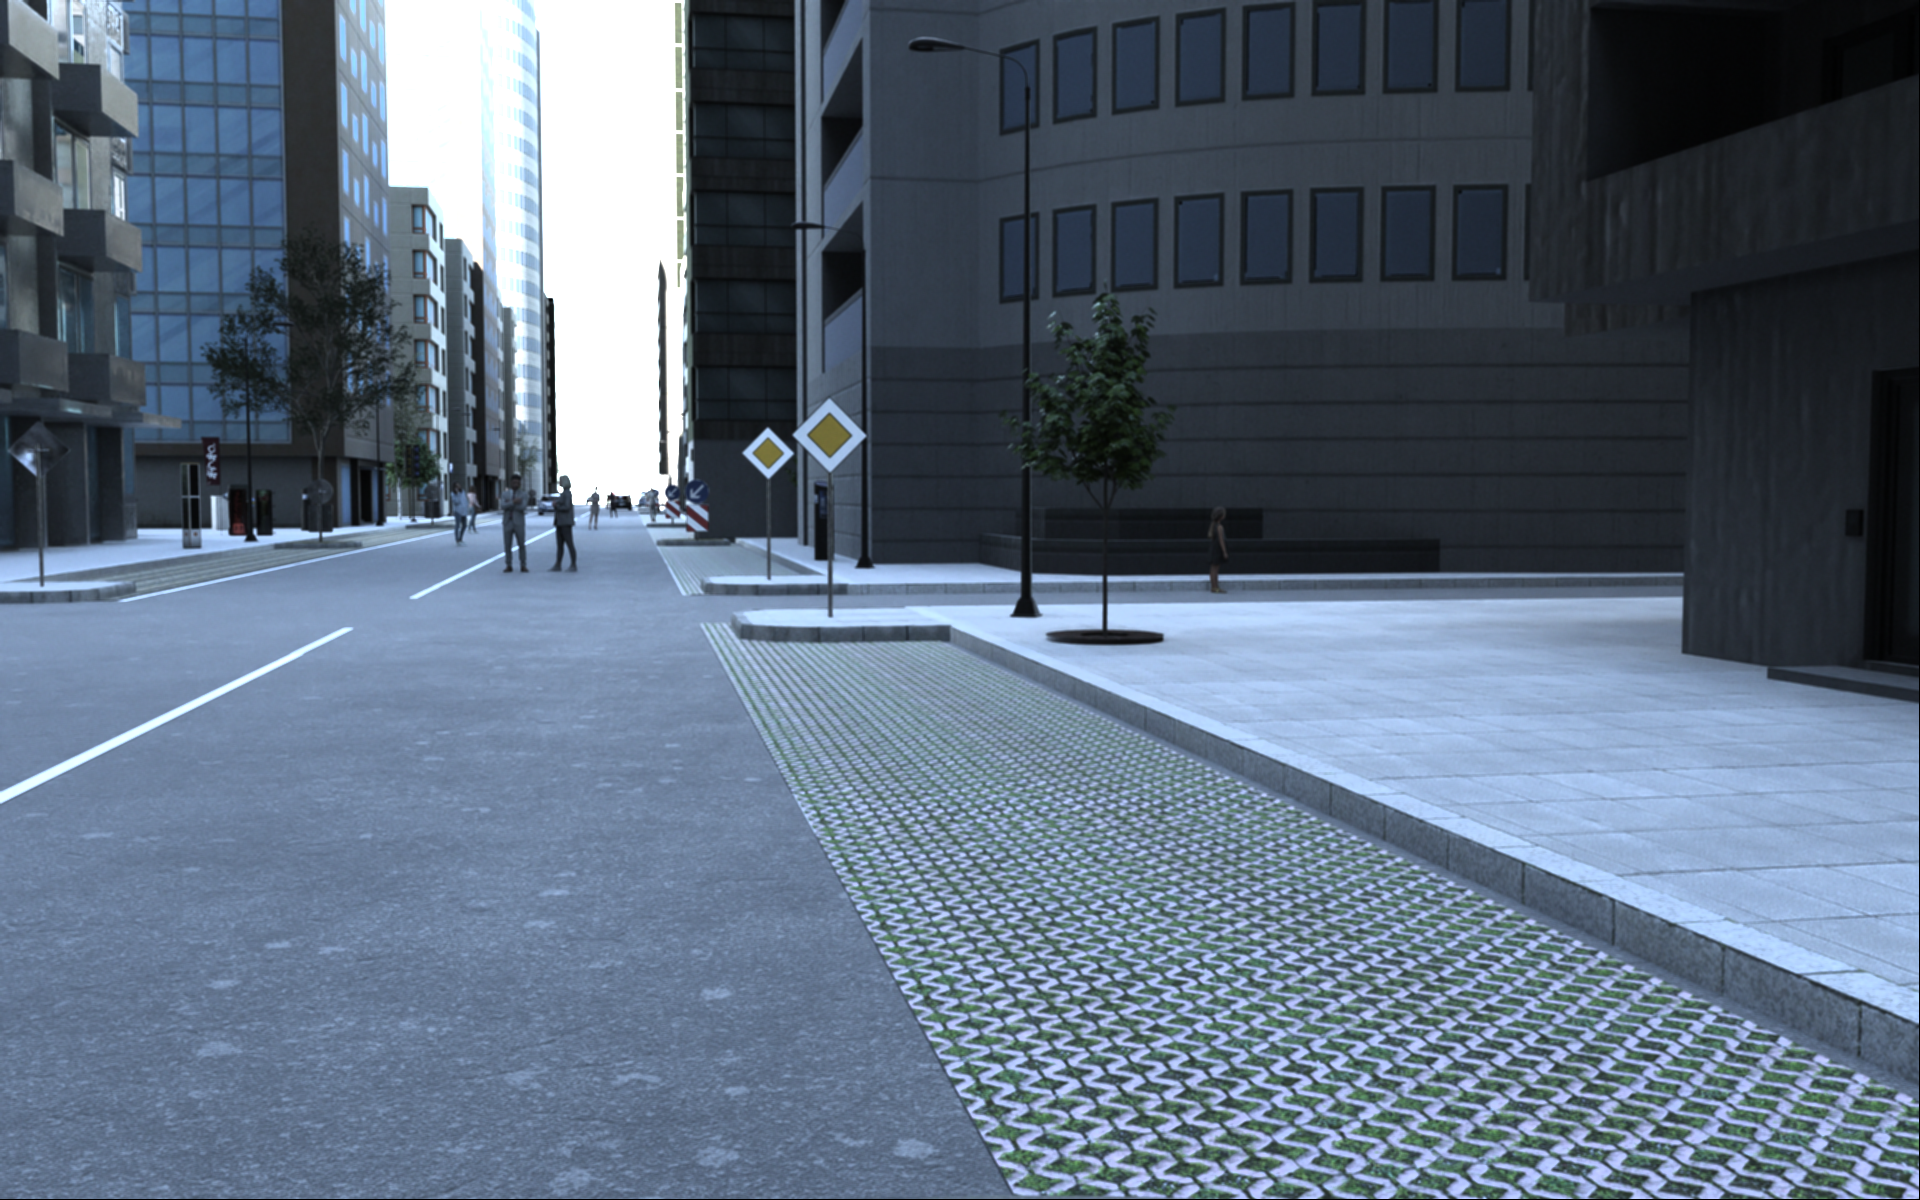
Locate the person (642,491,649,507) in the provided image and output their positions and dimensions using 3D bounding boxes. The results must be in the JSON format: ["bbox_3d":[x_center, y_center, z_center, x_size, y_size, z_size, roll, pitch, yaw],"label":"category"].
[{"bbox_3d":[-33.370,-10.790,185.016,1.348,1.812,0.705,1,4,20],"label":"person"}]

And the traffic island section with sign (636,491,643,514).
[{"bbox_3d":[-21.995,-7.062,124.097,1.989,1.847,2.006,-1,4,-11],"label":"traffic island section with sign"}]

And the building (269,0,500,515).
[{"bbox_3d":[-42.907,-29.454,131.680,14.600,45.320,14.200,-1,4,-11],"label":"building"}]

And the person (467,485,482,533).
[{"bbox_3d":[-17.807,-3.313,63.255,0.593,1.750,0.643,3,5,43],"label":"person"}]

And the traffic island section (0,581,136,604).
[{"bbox_3d":[-12.746,-0.106,24.011,2.009,0.180,2.903,-1,4,-11],"label":"traffic island section"}]

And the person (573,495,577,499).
[{"bbox_3d":[-33.543,-8.548,149.084,1.217,1.723,0.721,-2,4,-24],"label":"person"}]

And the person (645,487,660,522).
[{"bbox_3d":[-15.757,-4.905,88.817,0.709,1.813,0.853,-1,4,-20],"label":"person"}]

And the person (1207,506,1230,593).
[{"bbox_3d":[3.749,-0.727,25.059,0.373,1.253,0.362,0,4,-7],"label":"person"}]

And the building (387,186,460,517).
[{"bbox_3d":[-46.155,-16.162,109.295,27.650,21.520,28.899,-1,4,-11],"label":"building"}]

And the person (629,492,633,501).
[{"bbox_3d":[-45.577,-14.067,239.433,0.756,1.711,0.436,1,4,17],"label":"person"}]

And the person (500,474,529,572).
[{"bbox_3d":[-8.191,-1.416,31.834,0.511,1.800,0.466,-1,4,-22],"label":"person"}]

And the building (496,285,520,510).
[{"bbox_3d":[-53.929,-18.787,152.201,27.650,21.520,28.899,-1,4,-11],"label":"building"}]

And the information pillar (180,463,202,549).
[{"bbox_3d":[-18.138,-2.224,40.852,0.304,2.012,0.304,2,4,32],"label":"information pillar"}]

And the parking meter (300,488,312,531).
[{"bbox_3d":[-22.895,-3.197,60.675,0.372,1.533,0.369,0,3,0],"label":"parking meter"}]

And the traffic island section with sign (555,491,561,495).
[{"bbox_3d":[-47.130,-11.910,203.352,1.989,1.847,2.006,-1,4,-11],"label":"traffic island section with sign"}]

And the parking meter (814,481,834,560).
[{"bbox_3d":[-2.636,-1.540,33.592,0.372,1.533,0.369,0,3,0],"label":"parking meter"}]

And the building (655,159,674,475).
[{"bbox_3d":[-32.336,-38.151,247.477,21.300,48.544,21.600,-1,4,-11],"label":"building"}]

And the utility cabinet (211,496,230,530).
[{"bbox_3d":[-26.163,-3.093,61.735,0.306,1.237,1.020,2,4,27],"label":"utility cabinet"}]

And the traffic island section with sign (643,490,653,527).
[{"bbox_3d":[-12.531,-4.045,74.758,1.989,1.847,2.006,-1,4,-11],"label":"traffic island section with sign"}]

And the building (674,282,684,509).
[{"bbox_3d":[-9.092,-18.203,142.666,27.650,21.520,28.899,-1,4,-11],"label":"building"}]

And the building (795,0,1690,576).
[{"bbox_3d":[11.289,-30.271,36.937,28.212,58.520,21.231,-1,4,-11],"label":"building"}]

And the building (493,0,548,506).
[{"bbox_3d":[-57.122,-39.656,190.374,21.231,58.520,28.212,-1,4,-11],"label":"building"}]

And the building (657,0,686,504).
[{"bbox_3d":[-29.181,-48.151,225.514,20.563,71.187,20.611,-1,4,-11],"label":"building"}]

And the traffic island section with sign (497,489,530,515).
[{"bbox_3d":[-31.547,-6.938,122.070,1.989,1.847,2.006,-1,4,-11],"label":"traffic island section with sign"}]

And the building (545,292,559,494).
[{"bbox_3d":[-64.000,-28.821,242.923,14.160,30.474,14.107,-1,4,-11],"label":"building"}]

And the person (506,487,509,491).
[{"bbox_3d":[-24.785,-5.301,95.188,0.660,1.820,0.620,-1,4,-13],"label":"person"}]

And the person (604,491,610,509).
[{"bbox_3d":[-34.426,-9.802,169.482,1.217,1.735,0.721,3,4,37],"label":"person"}]

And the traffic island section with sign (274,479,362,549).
[{"bbox_3d":[-16.964,-2.278,45.880,1.989,1.847,2.006,-1,4,-11],"label":"traffic island section with sign"}]

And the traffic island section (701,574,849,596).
[{"bbox_3d":[-2.834,-0.221,25.899,2.009,0.180,2.903,-1,4,-11],"label":"traffic island section"}]

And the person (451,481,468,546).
[{"bbox_3d":[-13.879,-2.401,48.017,0.793,1.790,0.793,-1,4,-10],"label":"person"}]

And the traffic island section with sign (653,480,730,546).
[{"bbox_3d":[-7.464,-2.425,48.281,1.989,1.847,2.006,-1,4,-11],"label":"traffic island section with sign"}]

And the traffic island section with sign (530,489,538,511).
[{"bbox_3d":[-36.667,-8.571,148.764,1.989,1.847,2.006,-1,4,-11],"label":"traffic island section with sign"}]

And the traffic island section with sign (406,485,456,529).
[{"bbox_3d":[-22.023,-3.898,72.358,1.989,1.847,2.006,-1,4,-11],"label":"traffic island section with sign"}]

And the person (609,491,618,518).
[{"bbox_3d":[-21.152,-5.850,105.614,0.415,1.643,0.593,3,4,38],"label":"person"}]

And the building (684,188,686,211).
[{"bbox_3d":[0.407,-14.885,88.409,27.650,21.520,28.899,-1,4,-11],"label":"building"}]

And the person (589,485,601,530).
[{"bbox_3d":[-14.694,-3.724,69.729,0.599,1.781,0.374,-2,4,-34],"label":"person"}]

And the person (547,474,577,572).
[{"bbox_3d":[-7.359,-1.428,32.030,0.526,1.800,0.537,-1,4,-21],"label":"person"}]

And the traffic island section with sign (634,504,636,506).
[{"bbox_3d":[-27.060,-8.683,150.588,1.989,1.847,2.006,-1,4,-11],"label":"traffic island section with sign"}]

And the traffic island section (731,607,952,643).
[{"bbox_3d":[-1.331,0.258,18.056,2.009,0.180,2.903,-1,4,-11],"label":"traffic island section"}]
